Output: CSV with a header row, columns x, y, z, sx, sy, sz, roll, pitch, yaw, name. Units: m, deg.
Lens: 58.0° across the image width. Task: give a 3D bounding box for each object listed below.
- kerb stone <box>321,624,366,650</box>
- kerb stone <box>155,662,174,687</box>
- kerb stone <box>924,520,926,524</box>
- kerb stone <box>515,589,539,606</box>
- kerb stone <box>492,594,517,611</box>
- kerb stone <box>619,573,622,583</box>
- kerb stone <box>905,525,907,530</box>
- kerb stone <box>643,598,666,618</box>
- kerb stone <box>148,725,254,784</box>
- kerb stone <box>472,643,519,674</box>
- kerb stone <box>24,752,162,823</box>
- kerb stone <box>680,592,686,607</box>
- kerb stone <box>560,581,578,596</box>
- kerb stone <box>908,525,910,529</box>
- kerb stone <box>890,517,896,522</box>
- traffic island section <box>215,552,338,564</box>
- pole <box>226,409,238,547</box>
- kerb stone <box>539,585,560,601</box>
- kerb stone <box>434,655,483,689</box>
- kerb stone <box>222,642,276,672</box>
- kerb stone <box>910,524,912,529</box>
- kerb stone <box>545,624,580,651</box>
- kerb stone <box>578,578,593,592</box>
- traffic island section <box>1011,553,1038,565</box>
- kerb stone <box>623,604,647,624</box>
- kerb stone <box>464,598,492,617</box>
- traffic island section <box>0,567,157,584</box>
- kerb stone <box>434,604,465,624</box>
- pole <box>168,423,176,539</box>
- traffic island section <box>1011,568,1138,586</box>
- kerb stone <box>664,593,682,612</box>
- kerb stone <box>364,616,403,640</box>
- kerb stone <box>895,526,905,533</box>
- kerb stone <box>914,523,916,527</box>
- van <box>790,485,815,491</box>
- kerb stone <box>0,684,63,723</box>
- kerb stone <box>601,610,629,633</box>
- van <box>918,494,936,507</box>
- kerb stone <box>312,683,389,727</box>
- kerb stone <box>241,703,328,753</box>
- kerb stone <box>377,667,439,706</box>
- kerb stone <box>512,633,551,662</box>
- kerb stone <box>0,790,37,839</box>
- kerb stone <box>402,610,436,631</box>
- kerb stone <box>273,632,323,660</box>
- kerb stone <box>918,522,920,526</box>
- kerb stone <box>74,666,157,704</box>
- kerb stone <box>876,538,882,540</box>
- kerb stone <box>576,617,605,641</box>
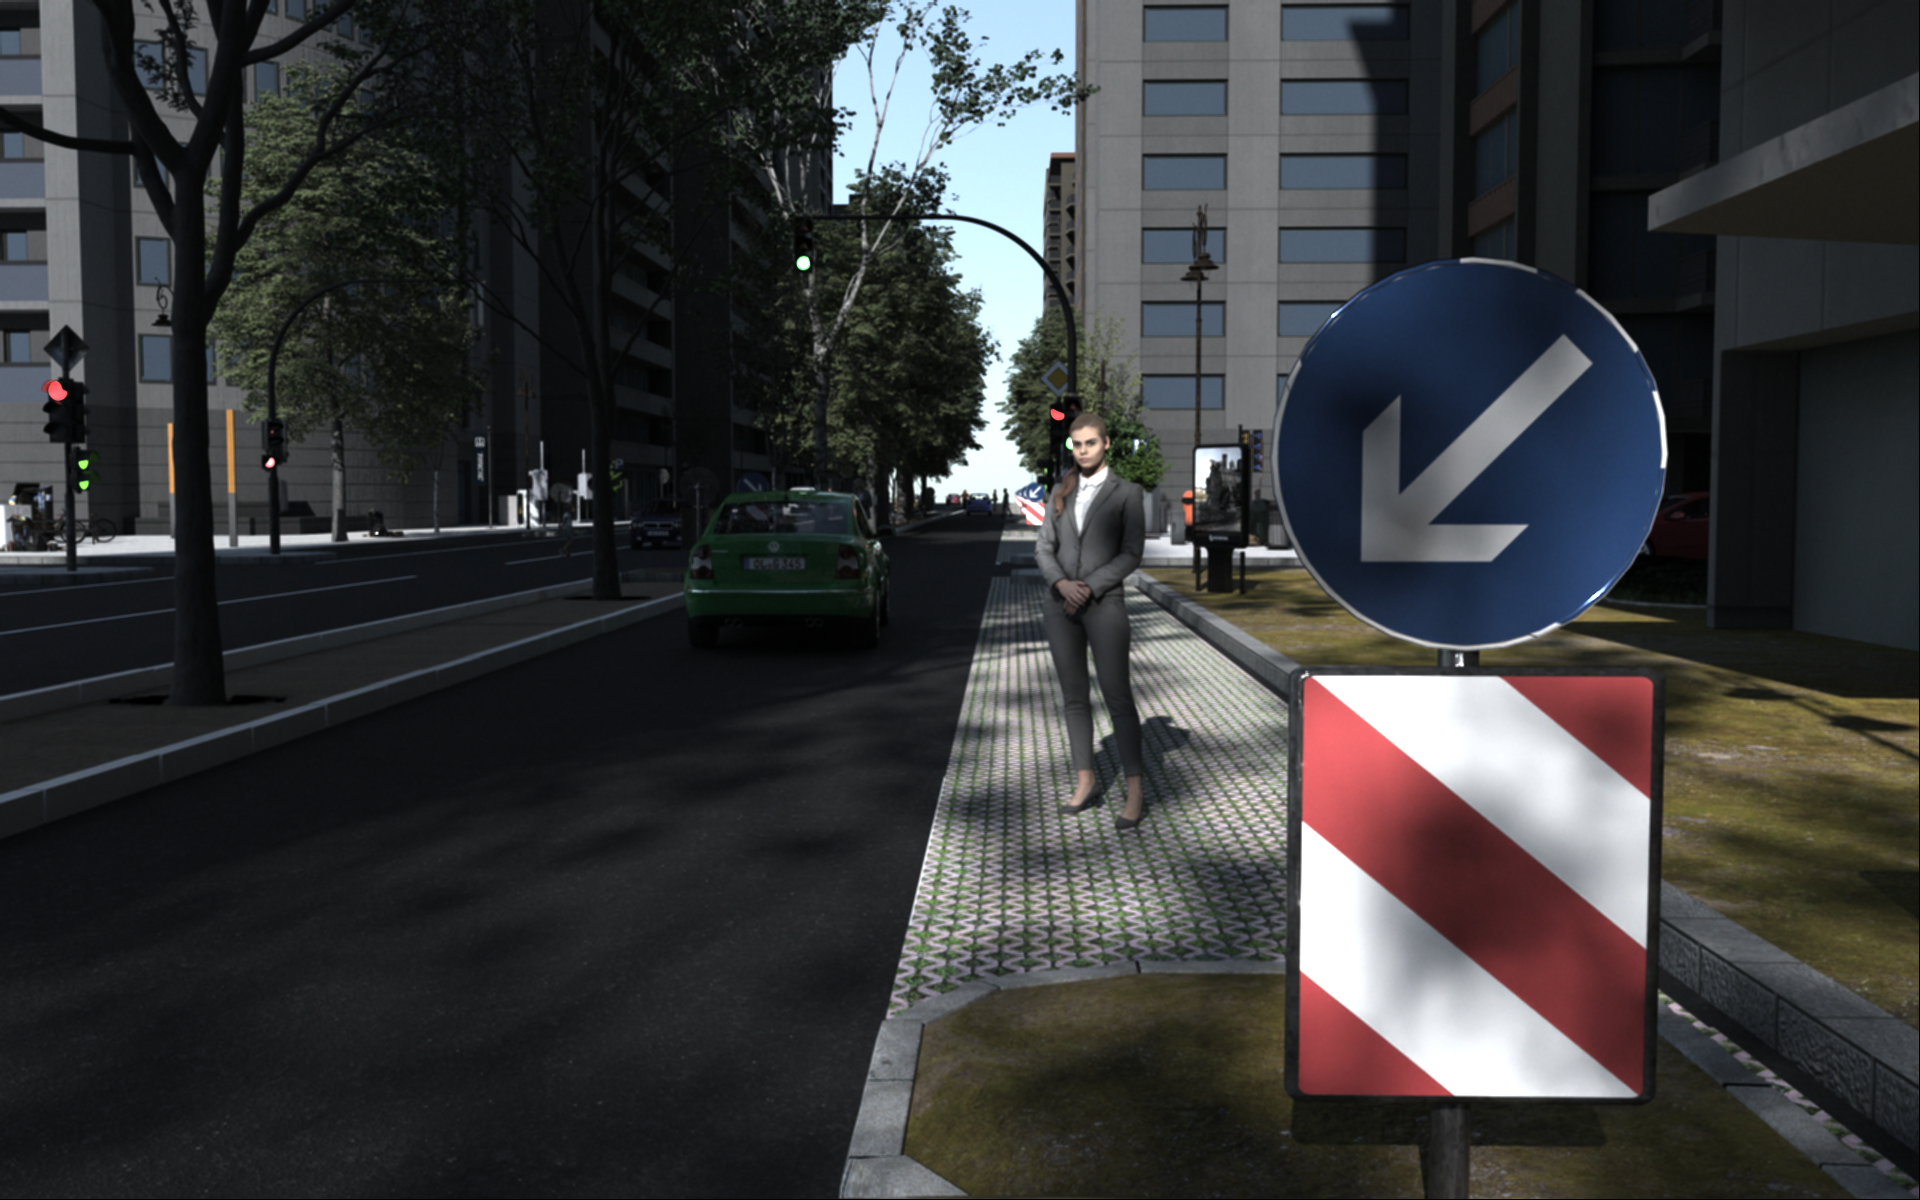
x,y,z,sx,sy,sz,roll,pitch,yaw,name
-5.869,0.359,16.319,0.120,0.150,1.000,0,4,2,kerb stone
-5.959,0.553,13.245,0.120,0.150,1.000,0,4,2,kerb stone
-1.816,-3.618,81.344,0.120,0.150,1.000,0,4,2,kerb stone
-5.682,-0.016,22.453,0.120,0.150,1.000,0,4,2,kerb stone
-5.721,0.049,21.429,0.120,0.150,1.000,0,4,2,kerb stone
-5.526,-0.330,27.595,0.120,0.150,1.000,0,4,2,kerb stone
-2.245,-2.736,66.983,0.120,0.150,1.000,0,4,2,kerb stone
-3.648,0.113,20.347,0.120,0.150,1.000,0,4,2,kerb stone
-3.985,0.808,9.062,0.120,0.150,1.000,0,4,2,kerb stone
-3.835,0.491,14.194,0.120,0.150,1.000,0,4,2,kerb stone
-4.020,0.868,8.037,0.120,0.150,1.000,0,4,2,kerb stone
-3.585,-0.012,22.400,0.120,0.150,1.000,0,4,2,kerb stone
-5.621,-0.141,24.510,0.120,0.150,1.000,0,4,2,kerb stone
-2.191,-2.865,69.040,0.120,0.150,1.000,0,4,2,kerb stone
-3.550,-4.366,93.722,0.120,0.150,1.000,0,4,2,kerb stone
-14.604,-0.894,36.901,2.009,0.180,2.903,0,4,2,traffic island section
-17.591,-2.937,41.857,0.158,3.312,0.155,0,3,0,pole
-5.655,-0.079,23.488,0.120,0.150,1.000,0,4,2,kerb stone
-3.862,0.558,13.168,0.120,0.150,1.000,0,4,2,kerb stone
-5.928,0.485,14.266,0.120,0.150,1.000,0,4,2,kerb stone
-2.150,-2.924,70.061,0.120,0.150,1.000,0,4,2,kerb stone
-3.774,0.364,16.241,0.120,0.150,1.000,0,4,2,kerb stone
-5.603,-0.197,25.532,0.120,0.150,1.000,0,4,2,kerb stone
2.079,-0.863,36.397,2.009,0.180,2.903,0,4,2,traffic island section
-3.682,0.176,19.326,0.120,0.150,1.000,0,4,2,kerb stone
-5.749,0.109,20.406,0.120,0.150,1.000,0,4,2,kerb stone
-14.844,-0.406,28.920,2.009,0.180,2.903,0,4,2,traffic island section
-5.784,0.172,19.385,0.120,0.150,1.000,0,4,2,kerb stone
-22.695,-3.432,49.965,0.158,3.312,0.155,0,3,0,pole
1.840,-0.375,28.416,2.009,0.180,2.903,0,4,2,traffic island section
-3.618,0.050,21.373,0.120,0.150,1.000,0,4,2,kerb stone
-5.835,0.297,17.341,0.120,0.150,1.000,0,4,2,kerb stone
-2.274,-2.675,65.961,0.120,0.150,1.000,0,4,2,kerb stone
-2.063,-3.115,73.128,0.120,0.150,1.000,0,4,2,kerb stone
-9.241,-5.711,100.390,2.013,2.044,4.112,0,4,2,van
-6.018,0.674,11.193,0.120,0.150,1.000,0,4,2,kerb stone
-3.700,0.238,18.299,0.120,0.150,1.000,0,4,2,kerb stone
-3.551,-11.000,186.863,2.013,2.044,4.112,0,4,1,van
-3.924,0.681,11.120,0.120,0.150,1.000,0,4,2,kerb stone
-3.954,0.748,10.086,0.120,0.150,1.000,0,4,2,kerb stone
-3.897,0.615,12.146,0.120,0.150,1.000,0,4,2,kerb stone
-3.806,0.429,15.217,0.120,0.150,1.000,0,4,2,kerb stone
-4.050,0.930,7.013,0.120,0.150,1.000,0,4,2,kerb stone
-5.812,0.235,18.363,0.120,0.150,1.000,0,4,2,kerb stone
-5.908,0.422,15.288,0.120,0.150,1.000,0,4,2,kerb stone
-1.970,-3.303,76.199,0.120,0.150,1.000,0,4,2,kerb stone
-5.992,0.610,12.223,0.120,0.150,1.000,0,4,2,kerb stone
-2.557,-2.111,56.711,0.120,0.150,1.000,0,4,2,kerb stone
-3.746,0.301,17.268,0.120,0.150,1.000,0,4,2,kerb stone
